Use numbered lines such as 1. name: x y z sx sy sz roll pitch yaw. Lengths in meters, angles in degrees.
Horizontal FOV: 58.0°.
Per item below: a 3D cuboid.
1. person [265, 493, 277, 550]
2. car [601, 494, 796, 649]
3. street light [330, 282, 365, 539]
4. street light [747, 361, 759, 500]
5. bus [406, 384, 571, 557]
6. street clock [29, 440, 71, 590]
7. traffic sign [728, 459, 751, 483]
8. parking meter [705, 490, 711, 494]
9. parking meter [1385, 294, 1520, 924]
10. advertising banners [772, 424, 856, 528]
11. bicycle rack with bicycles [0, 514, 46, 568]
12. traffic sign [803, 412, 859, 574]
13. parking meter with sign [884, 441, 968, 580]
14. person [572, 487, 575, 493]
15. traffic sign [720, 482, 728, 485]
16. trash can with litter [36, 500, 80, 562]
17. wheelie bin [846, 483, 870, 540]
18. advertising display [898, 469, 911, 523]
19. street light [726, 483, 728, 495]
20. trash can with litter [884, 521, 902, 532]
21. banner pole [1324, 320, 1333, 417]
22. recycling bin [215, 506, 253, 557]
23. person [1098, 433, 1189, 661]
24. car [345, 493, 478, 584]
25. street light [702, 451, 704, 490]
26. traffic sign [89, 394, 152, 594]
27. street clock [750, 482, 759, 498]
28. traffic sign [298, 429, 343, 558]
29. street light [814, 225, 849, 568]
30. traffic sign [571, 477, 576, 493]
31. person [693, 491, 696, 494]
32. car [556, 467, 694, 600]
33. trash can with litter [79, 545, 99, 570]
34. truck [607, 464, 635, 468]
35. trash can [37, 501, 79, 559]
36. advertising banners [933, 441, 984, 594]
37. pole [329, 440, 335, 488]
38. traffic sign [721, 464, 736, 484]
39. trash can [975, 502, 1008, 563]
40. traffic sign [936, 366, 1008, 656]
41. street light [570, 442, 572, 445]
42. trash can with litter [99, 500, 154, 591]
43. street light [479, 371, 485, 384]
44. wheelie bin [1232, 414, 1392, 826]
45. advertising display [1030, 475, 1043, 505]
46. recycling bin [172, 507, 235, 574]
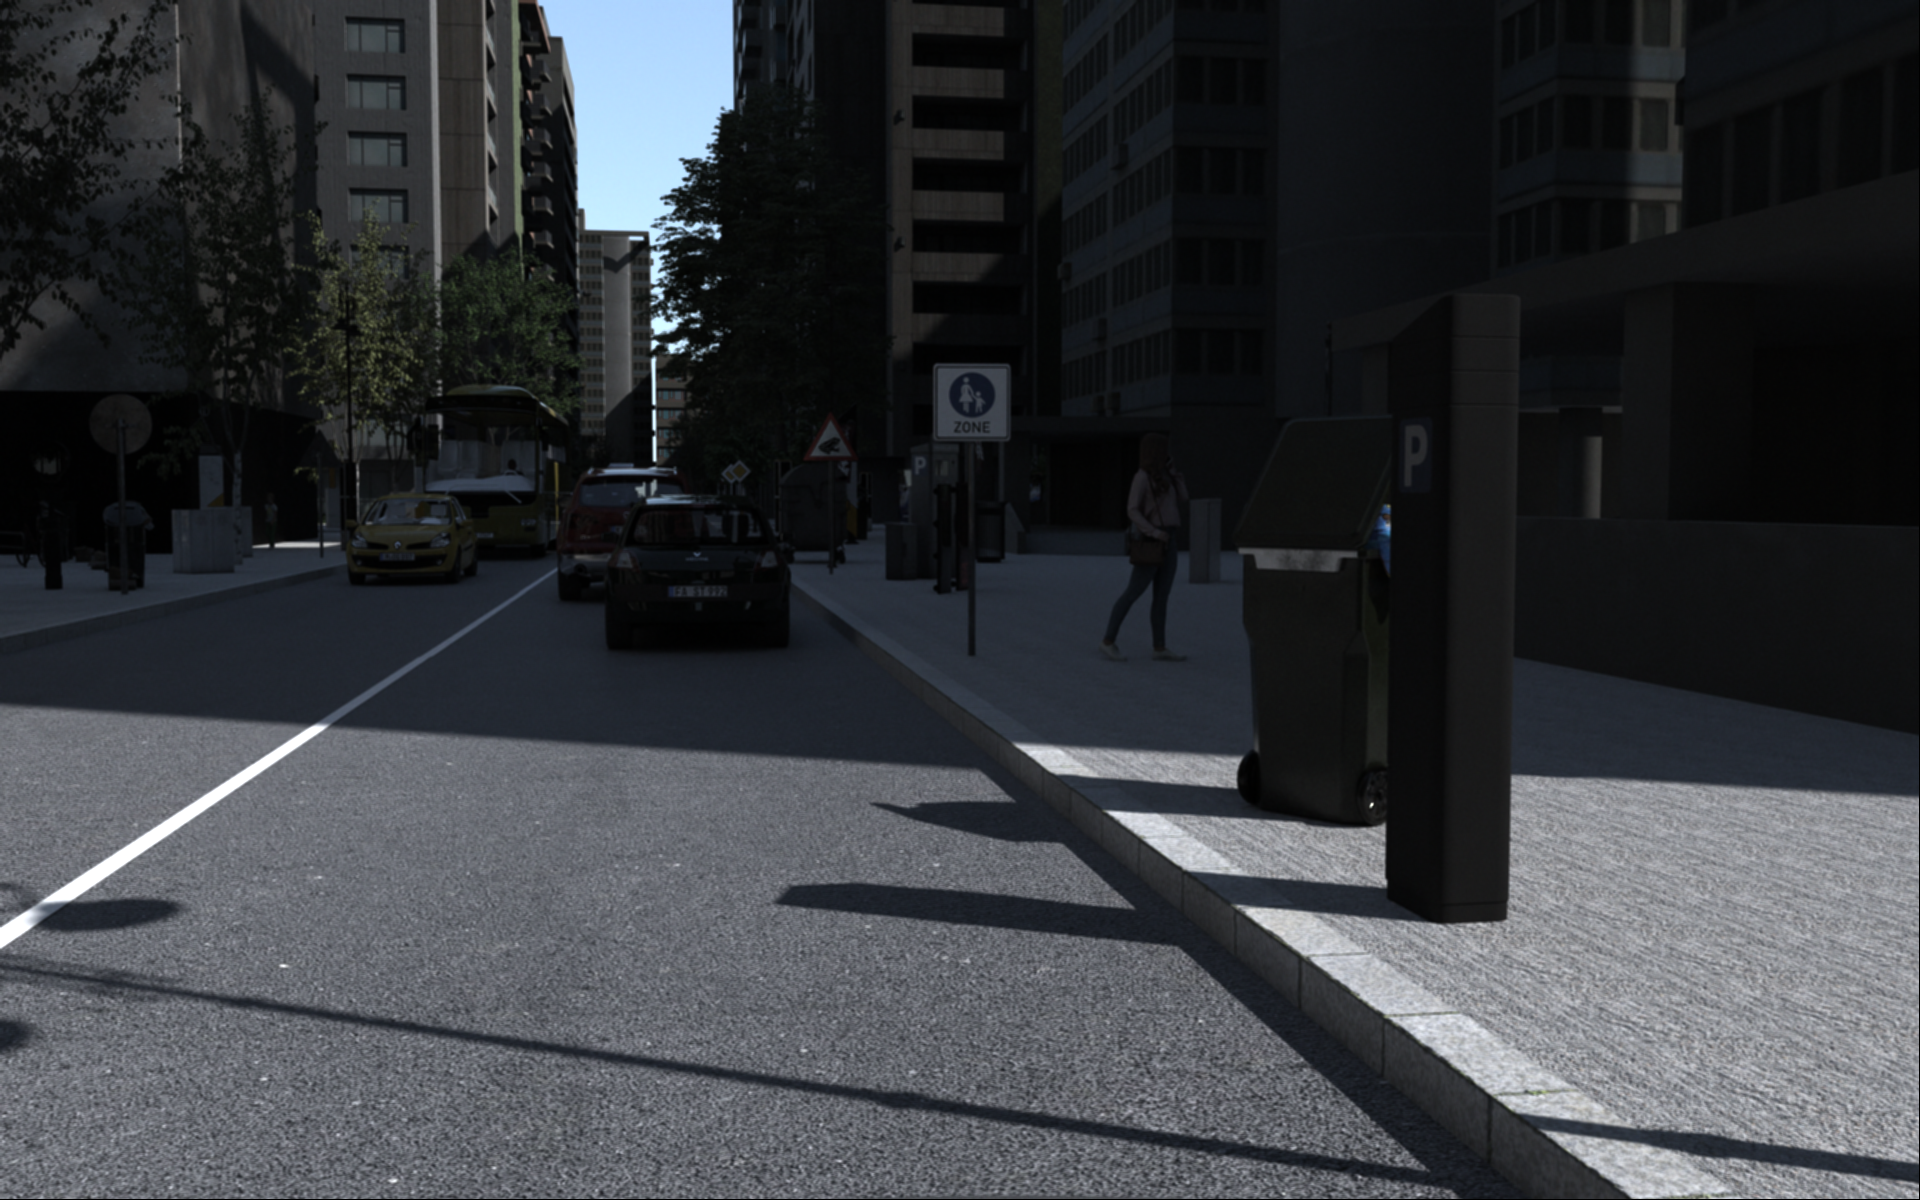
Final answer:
1. person: -15.982 -1.829 40.199 0.306 1.304 0.590 0 4 -7
2. car: -2.642 -0.473 17.513 2.009 1.686 4.222 -1 4 -8
3. street light: -13.355 -3.982 37.894 0.468 5.910 1.993 -1 4 -9
4. street light: -6.852 -5.196 57.734 0.468 5.910 1.993 -1 4 -9
5. bus: -11.154 -3.114 42.454 2.896 3.916 12.252 -1 4 -9
6. street clock: -12.230 -1.147 23.318 0.471 2.002 0.358 -1 4 -19
7. traffic sign: -7.362 -3.416 58.049 0.795 2.593 0.064 -1 4 -9
8. parking meter: -15.430 -5.972 106.053 0.372 1.533 0.369 0 3 0
9. parking meter: 1.503 0.024 5.317 0.255 1.863 0.399 -1 4 -11
10. advertising banners: -3.626 -2.866 43.048 2.074 3.025 0.090 0 4 -2
11. bicycle rack with bicycles: -17.559 -1.042 30.412 2.852 0.926 2.925 -3 5 -42
12. traffic sign: -2.058 -1.688 27.610 0.884 2.594 0.081 0 4 -7
13. parking meter with sign: -0.404 -1.838 26.310 0.543 3.016 1.738 3 5 41
14. person: -21.376 -5.343 95.723 0.748 1.841 0.638 0 4 5
15. traffic sign: -13.569 -6.126 100.269 0.768 2.556 0.104 0 4 -3
16. trash can with litter: -16.831 -1.303 32.695 1.055 1.170 0.624 -1 4 -15
17. wheelie bin: -2.933 -2.493 48.672 0.693 1.594 0.980 -2 4 -27
18. advertising display: -1.363 -2.406 44.557 0.123 1.923 0.974 -1 4 -23
19. street light: -11.486 -6.874 85.177 0.468 5.910 1.993 -1 4 -9
20. trash can with litter: -1.420 -2.937 59.076 2.233 1.210 1.678 0 4 4
21. banner pole: 5.267 -2.130 24.838 0.401 3.779 0.863 1 4 19
22. recycling bin: -14.874 -1.381 35.126 0.722 1.027 0.722 1 4 17
23. person: 1.414 -0.411 13.349 0.643 1.750 0.593 2 4 31
24. car: -9.080 -1.139 28.848 2.015 1.641 3.980 -1 4 -10
25. street light: -20.642 -10.199 139.547 0.468 5.910 1.993 -1 4 -9
26. traffic sign: -10.689 -1.344 22.084 0.768 2.556 0.104 0 4 -6
27. street clock: -10.485 -5.107 88.066 0.471 2.002 0.358 2 4 33
28. traffic sign: -12.847 -2.128 34.791 0.884 2.594 0.081 0 4 -5
29. street light: -2.231 -3.502 30.048 0.468 5.910 1.993 -1 4 -9
30. traffic sign: -29.233 -7.955 130.178 0.768 2.556 0.104 0 4 -7
31. person: -28.644 -10.945 186.469 0.415 1.643 0.593 -3 5 -40
32. car: -4.700 -1.002 25.059 2.281 1.827 5.304 -1 4 -10
33. trash can with litter: -14.447 -1.123 29.741 0.624 1.170 1.055 0 4 8
34. truck: -30.648 -10.320 158.486 2.967 4.110 18.799 0 4 -8
35. trash can: -17.674 -1.365 33.970 0.748 1.137 0.748 0 3 0
36. advertising banners: 0.029 -1.641 23.021 0.090 3.025 2.074 1 4 19
37. pole: -23.672 -4.372 65.328 0.158 3.312 0.155 0 3 0
38. traffic sign: -8.678 -3.898 65.925 0.795 2.593 0.064 -1 4 -9
39. trash can: 0.540 -1.272 32.457 0.748 1.137 0.748 0 3 0
40. traffic sign: 0.092 -0.706 13.677 0.606 2.300 0.079 0 4 -3
41. street light: -27.160 -9.018 120.239 0.468 5.910 1.993 -1 4 -9
42. trash can with litter: -11.243 -0.736 23.425 0.624 1.170 1.055 -2 4 -24
43. street light: -17.869 -5.635 64.920 0.468 5.910 1.993 -1 4 -9
44. wheelie bin: 1.540 0.055 7.016 0.693 1.594 0.980 -3 5 -40
45. advertising display: 2.331 -3.281 58.861 0.974 1.923 0.123 2 4 25
46. recycling bin: -12.326 -0.957 28.205 0.722 1.027 0.722 3 5 42
